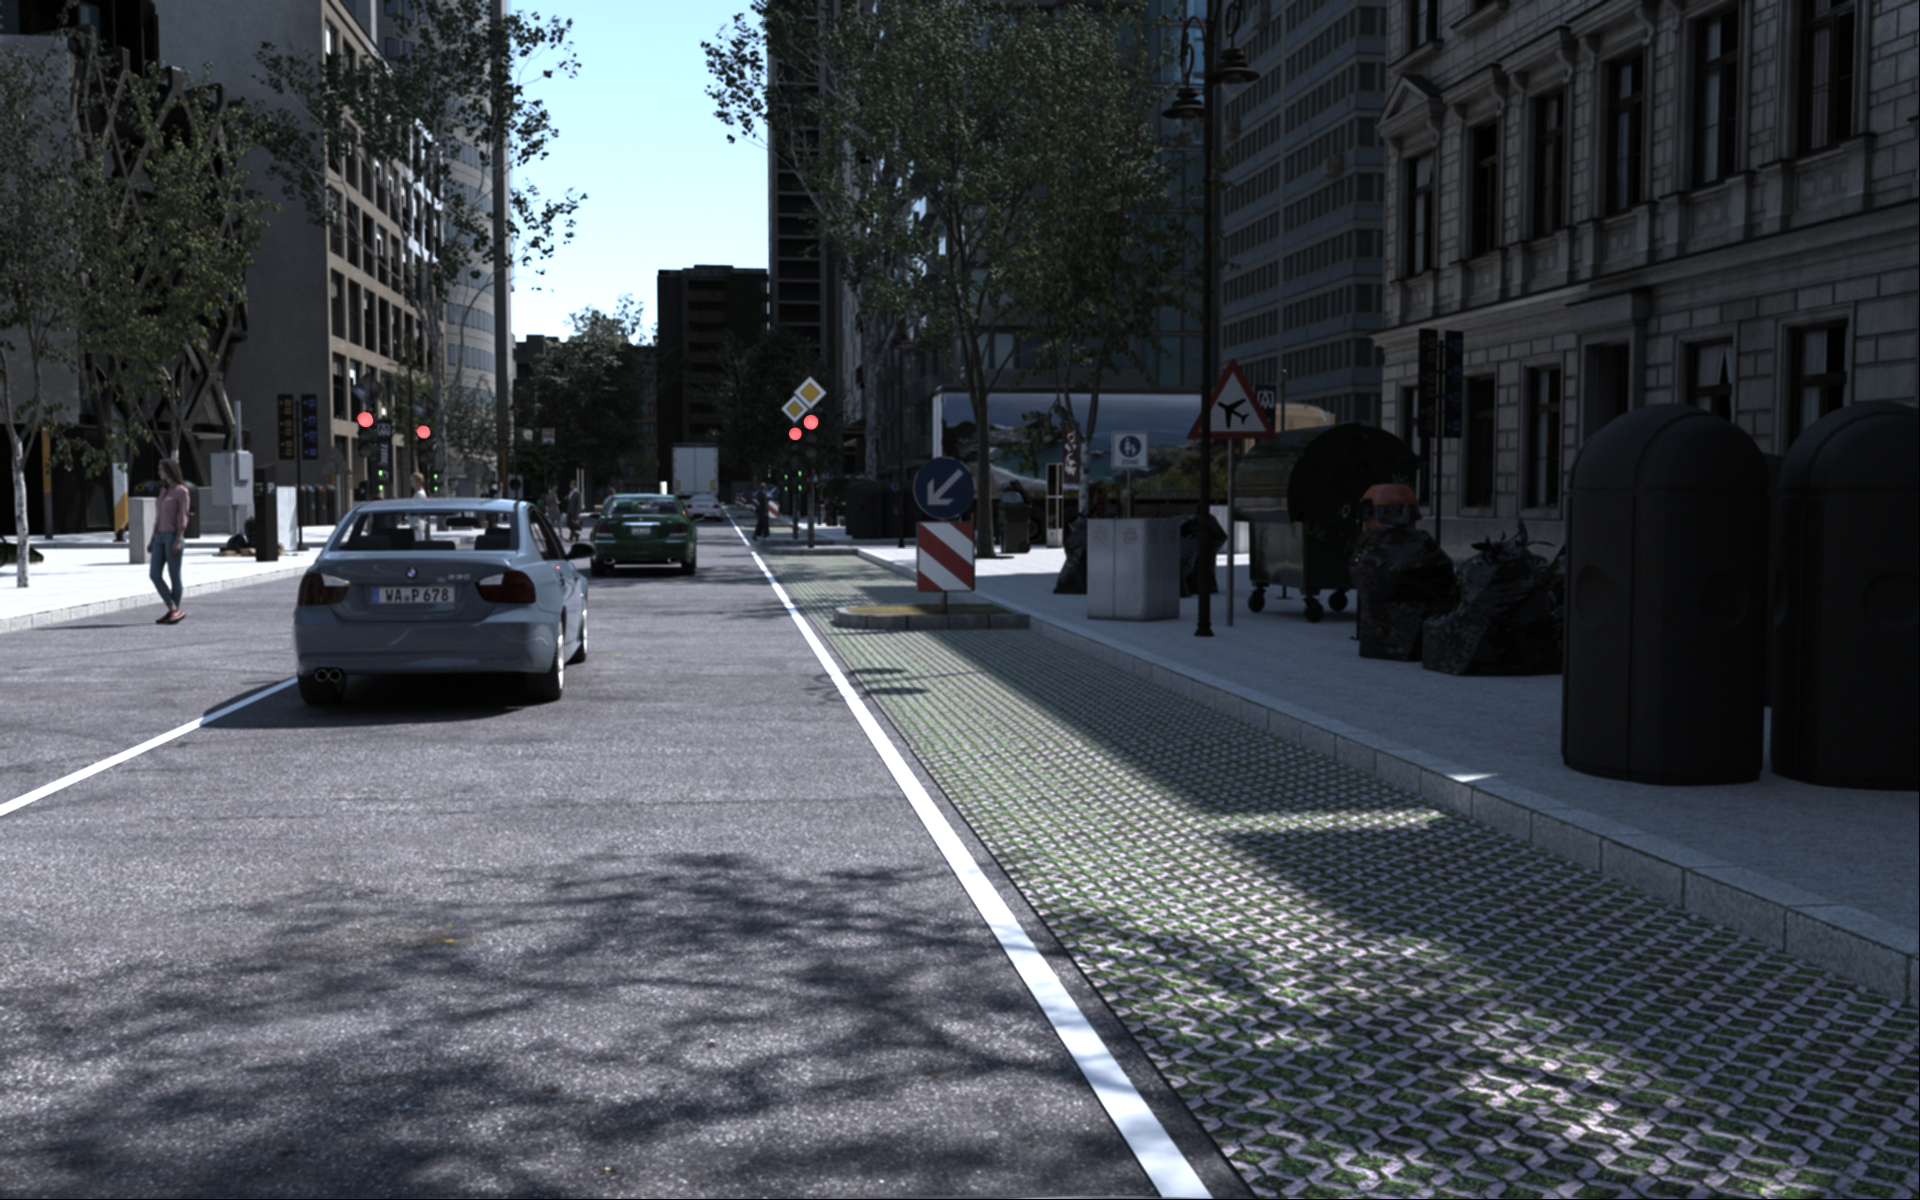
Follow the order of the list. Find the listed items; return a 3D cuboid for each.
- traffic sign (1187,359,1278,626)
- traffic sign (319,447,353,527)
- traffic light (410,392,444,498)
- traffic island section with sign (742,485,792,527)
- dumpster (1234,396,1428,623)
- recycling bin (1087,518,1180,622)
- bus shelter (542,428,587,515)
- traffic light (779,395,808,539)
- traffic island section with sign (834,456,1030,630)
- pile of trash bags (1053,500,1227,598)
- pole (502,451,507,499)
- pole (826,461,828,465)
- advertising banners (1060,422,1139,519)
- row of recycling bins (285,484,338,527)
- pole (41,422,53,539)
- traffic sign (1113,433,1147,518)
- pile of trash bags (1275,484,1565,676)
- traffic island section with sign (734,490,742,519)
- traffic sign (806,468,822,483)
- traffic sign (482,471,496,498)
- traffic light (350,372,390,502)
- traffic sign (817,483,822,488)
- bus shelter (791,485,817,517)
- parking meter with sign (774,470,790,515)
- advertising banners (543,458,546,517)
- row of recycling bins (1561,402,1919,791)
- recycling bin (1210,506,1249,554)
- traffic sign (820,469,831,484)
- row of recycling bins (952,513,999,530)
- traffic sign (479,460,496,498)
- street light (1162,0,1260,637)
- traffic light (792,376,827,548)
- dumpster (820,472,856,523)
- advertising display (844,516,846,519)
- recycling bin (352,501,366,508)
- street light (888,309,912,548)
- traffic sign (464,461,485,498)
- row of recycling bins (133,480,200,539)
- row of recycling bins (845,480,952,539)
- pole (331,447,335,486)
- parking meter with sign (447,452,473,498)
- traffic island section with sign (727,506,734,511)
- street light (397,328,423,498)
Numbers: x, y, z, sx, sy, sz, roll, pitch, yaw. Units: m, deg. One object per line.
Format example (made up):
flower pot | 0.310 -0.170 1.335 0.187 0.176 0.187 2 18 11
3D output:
traffic sign | 2.623 -1.025 16.763 0.884 2.594 0.081 0 4 -3
traffic sign | -17.058 -2.896 47.348 0.884 2.594 0.081 0 4 -7
traffic light | -14.716 -3.601 47.797 0.839 4.253 0.868 0 4 -8
traffic island section with sign | -8.294 -4.049 74.836 1.989 1.847 2.006 0 4 -8
dumpster | 3.822 -0.950 18.028 1.502 2.255 1.985 0 4 -8
recycling bin | 1.788 -0.322 17.819 0.722 1.027 0.722 3 4 38
bus shelter | -24.770 -8.002 108.458 2.179 5.291 8.768 0 4 -8
traffic light | -4.707 -3.689 49.228 0.839 4.253 0.868 0 4 -8
traffic island section with sign | -0.373 -0.639 19.078 1.989 1.847 2.006 0 4 -8
pile of trash bags | 2.806 -0.748 21.987 3.447 1.369 1.912 3 5 44
pole | -21.533 -5.386 81.898 0.158 3.312 0.155 0 3 0
pole | -8.278 -6.948 107.442 0.158 3.312 0.155 0 3 0
advertising banners | 3.356 -2.800 41.966 2.074 3.025 0.090 2 4 29
row of recycling bins | -26.086 -3.817 69.520 1.069 1.692 3.534 0 4 6
pole | -25.879 -3.379 49.092 0.158 3.312 0.155 0 3 0
traffic sign | 2.780 -1.609 28.430 0.606 2.300 0.079 0 4 -8
pile of trash bags | 4.013 -0.254 13.900 1.912 1.369 3.447 -1 4 -11
traffic island section with sign | -12.080 -5.682 101.525 1.989 1.847 2.006 0 4 -8
traffic sign | -7.215 -5.195 84.945 0.884 2.594 0.081 0 4 -4
traffic sign | -20.509 -4.483 75.427 0.606 2.300 0.079 0 4 -5
traffic light | -13.594 -3.117 39.891 0.839 4.253 0.868 0 4 -8
traffic sign | -8.680 -6.405 105.901 0.795 2.450 0.064 0 4 -4
bus shelter | -9.325 -6.741 101.493 1.731 3.624 6.357 0 4 -8
parking meter with sign | -10.602 -6.763 106.833 1.738 3.016 0.543 0 4 -3
advertising banners | -19.986 -5.333 83.385 0.090 3.025 2.074 -1 4 -10
row of recycling bins | 4.590 -0.043 7.809 3.534 1.692 1.069 0 4 5
recycling bin | 5.850 -1.518 37.379 0.722 1.027 0.722 3 4 37
traffic sign | -6.744 -5.328 87.225 0.768 2.556 0.104 0 4 -6
row of recycling bins | -0.006 -3.341 61.735 3.534 1.692 1.069 -2 4 -23
traffic sign | -18.294 -4.076 66.650 0.884 2.594 0.081 0 4 -3
street light | 2.208 -2.612 15.490 0.468 5.910 1.993 0 4 -8
traffic light | -3.585 -3.205 41.322 0.839 4.253 0.868 0 4 -8
dumpster | -5.405 -4.551 76.897 1.502 2.255 1.985 0 4 -8
advertising display | -5.611 -4.898 85.288 0.123 1.923 0.974 -1 4 -13
recycling bin | -20.581 -2.907 60.089 0.722 1.027 0.722 3 5 40
street light | -1.402 -4.188 41.264 0.468 5.910 1.993 0 4 -8
traffic sign | -18.532 -4.036 66.103 0.768 2.556 0.104 0 4 -6
row of recycling bins | -23.300 -2.678 50.898 1.069 1.692 3.534 -3 5 -43
row of recycling bins | -1.835 -2.642 50.313 1.069 1.692 3.534 3 5 39
pole | -27.011 -4.946 74.708 0.158 3.312 0.155 0 3 0
parking meter with sign | -20.559 -4.630 71.969 1.738 3.016 0.543 -3 4 -37
traffic island section with sign | -19.019 -8.673 150.434 1.989 1.847 2.006 0 4 -8
street light | -15.297 -4.619 48.307 0.468 5.910 1.993 0 4 -8
